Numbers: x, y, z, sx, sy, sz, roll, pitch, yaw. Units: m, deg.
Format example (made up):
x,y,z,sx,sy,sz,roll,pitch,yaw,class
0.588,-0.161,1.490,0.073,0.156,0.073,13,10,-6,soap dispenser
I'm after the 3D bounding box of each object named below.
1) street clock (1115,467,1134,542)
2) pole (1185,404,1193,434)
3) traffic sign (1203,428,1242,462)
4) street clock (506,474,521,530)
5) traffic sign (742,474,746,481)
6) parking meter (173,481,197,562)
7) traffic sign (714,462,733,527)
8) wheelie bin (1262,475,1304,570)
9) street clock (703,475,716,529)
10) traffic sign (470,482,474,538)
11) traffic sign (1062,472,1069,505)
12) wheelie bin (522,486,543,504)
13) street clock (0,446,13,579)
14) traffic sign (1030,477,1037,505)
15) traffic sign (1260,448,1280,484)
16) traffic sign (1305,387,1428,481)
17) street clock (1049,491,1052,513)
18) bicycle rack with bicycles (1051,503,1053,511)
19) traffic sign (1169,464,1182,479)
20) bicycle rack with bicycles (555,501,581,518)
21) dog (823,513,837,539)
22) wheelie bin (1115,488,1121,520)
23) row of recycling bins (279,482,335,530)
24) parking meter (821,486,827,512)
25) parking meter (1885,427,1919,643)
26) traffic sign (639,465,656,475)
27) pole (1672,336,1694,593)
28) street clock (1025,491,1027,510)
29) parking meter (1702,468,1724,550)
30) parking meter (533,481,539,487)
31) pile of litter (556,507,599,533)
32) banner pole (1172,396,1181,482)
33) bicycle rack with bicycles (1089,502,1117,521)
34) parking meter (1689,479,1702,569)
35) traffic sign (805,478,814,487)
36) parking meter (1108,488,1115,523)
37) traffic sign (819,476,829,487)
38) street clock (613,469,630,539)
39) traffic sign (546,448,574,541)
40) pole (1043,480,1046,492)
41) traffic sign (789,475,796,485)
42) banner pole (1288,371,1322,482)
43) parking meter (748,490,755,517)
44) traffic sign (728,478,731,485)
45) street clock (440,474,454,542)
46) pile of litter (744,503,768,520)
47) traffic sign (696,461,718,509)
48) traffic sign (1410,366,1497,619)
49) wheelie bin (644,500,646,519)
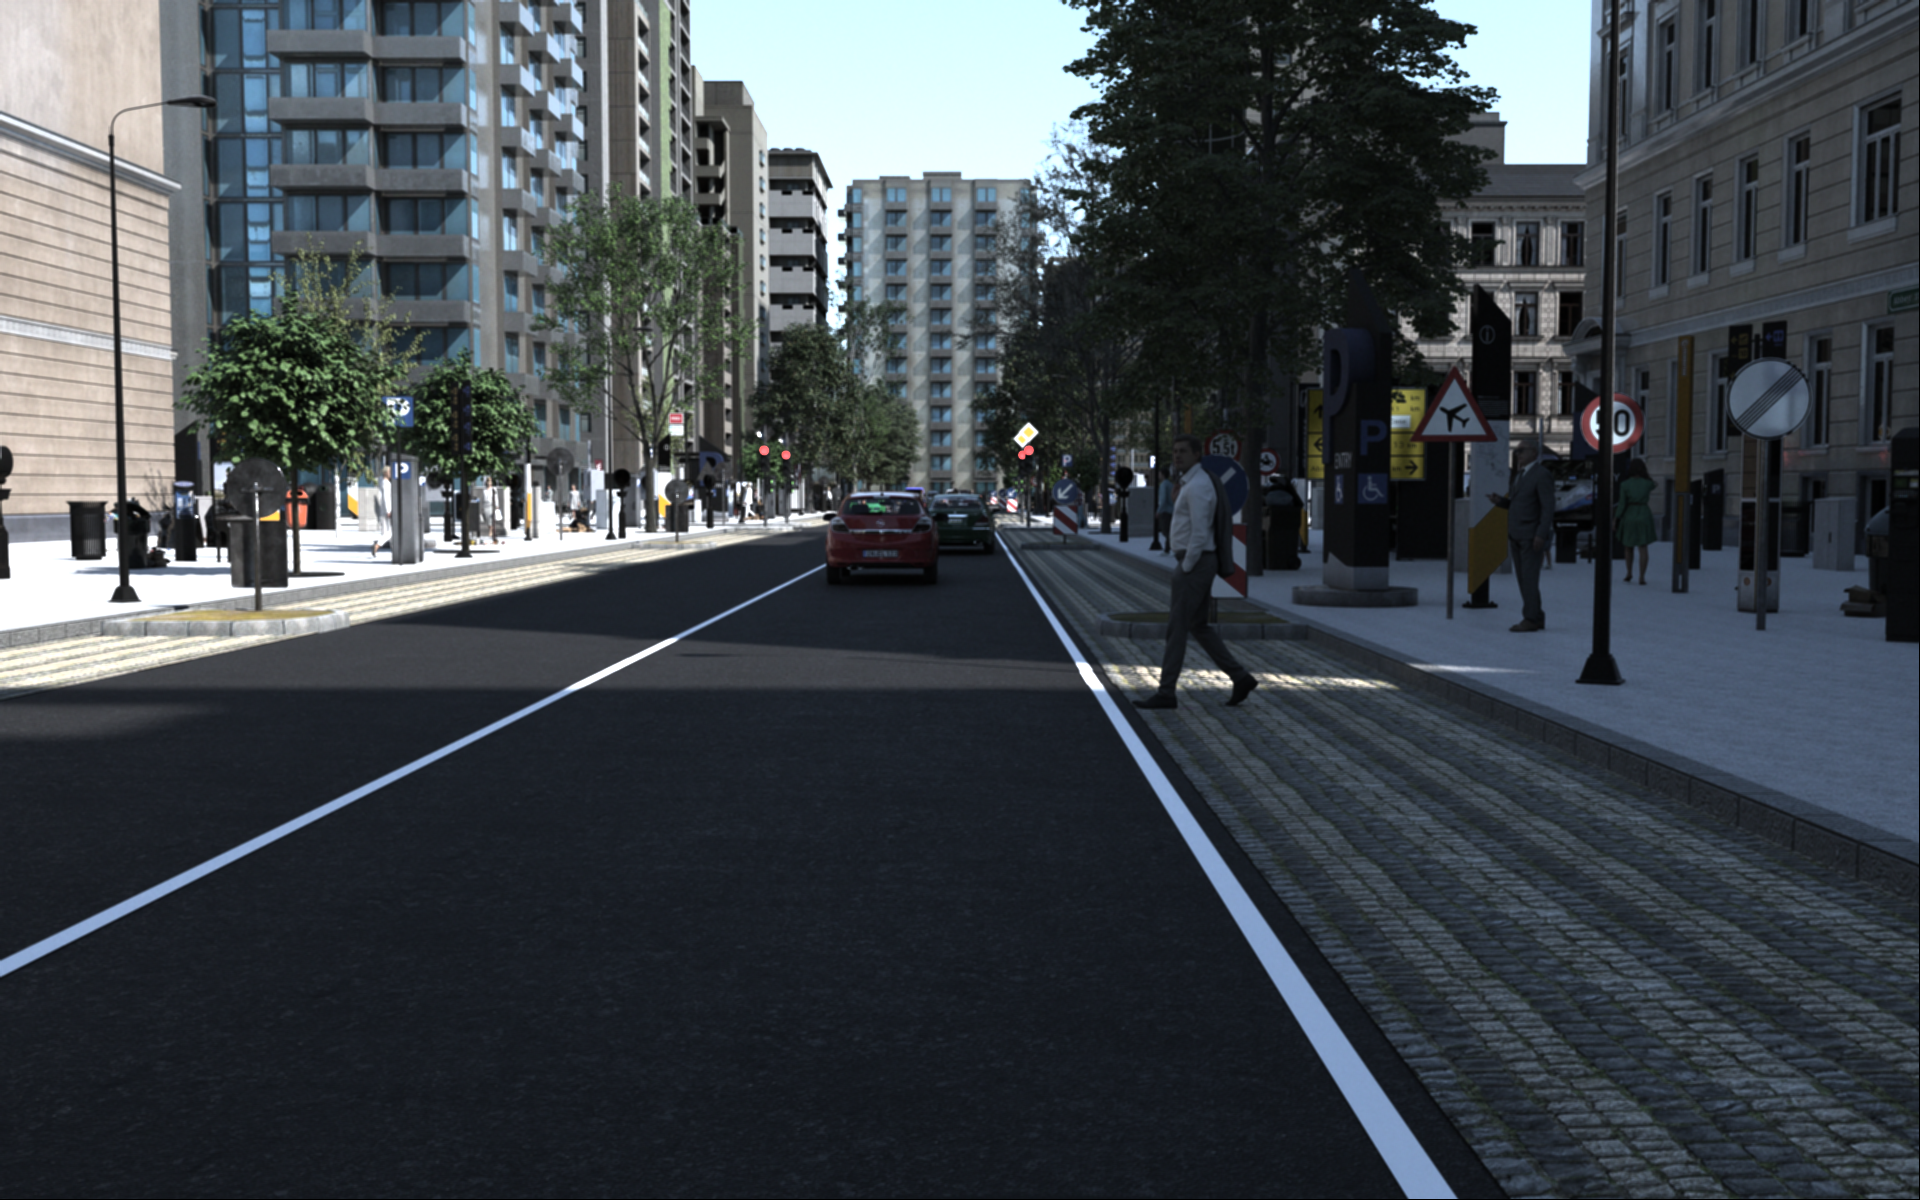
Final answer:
x,y,z,sx,sy,sz,roll,pitch,yaw,class
4.401,-2.563,46.468,0.471,2.002,0.358,-1,4,-10,street clock
5.174,-2.775,39.223,0.158,3.312,0.155,0,3,0,pole
5.064,-2.031,33.316,0.768,2.556,0.104,1,4,10,traffic sign
-16.057,-3.529,62.272,0.471,2.002,0.358,0,4,-1,street clock
-13.021,-6.457,105.673,0.768,2.556,0.104,0,4,2,traffic sign
-14.798,-1.508,33.067,0.372,1.533,0.369,0,3,0,parking meter
-9.317,-4.165,68.204,0.768,2.556,0.104,0,4,6,traffic sign
5.403,-1.314,29.389,0.693,1.594,0.980,-1,4,-15,wheelie bin
-9.299,-3.660,64.406,0.471,2.002,0.358,3,5,42,street clock
-14.242,-3.082,50.498,0.768,2.556,0.104,0,4,6,traffic sign
5.957,-5.938,97.091,0.884,2.594,0.081,0,4,8,traffic sign
-16.406,-3.580,66.441,0.693,1.594,0.980,0,3,0,wheelie bin
-14.483,-1.317,26.098,0.471,2.002,0.358,2,4,32,street clock
5.165,-7.186,117.591,0.768,2.556,0.104,1,4,9,traffic sign
8.436,-2.915,47.772,0.768,2.556,0.104,0,4,6,traffic sign
7.726,-2.394,33.013,2.265,3.308,0.079,0,4,6,traffic sign
6.095,-6.930,117.882,0.358,2.002,0.471,3,5,39,street clock
8.050,-7.287,132.527,2.925,0.926,2.852,1,4,8,bicycle rack with bicycles
8.147,-3.925,64.280,0.768,2.556,0.104,1,4,10,traffic sign
-22.015,-4.969,94.618,2.852,0.926,2.925,-3,5,-45,bicycle rack with bicycles
-4.134,-2.400,56.083,0.800,0.831,0.513,-3,5,-41,dog
8.163,-4.787,86.175,0.980,1.594,0.693,-2,4,-25,wheelie bin
-23.782,-3.377,62.324,3.534,1.692,1.069,1,4,23,row of recycling bins
-9.510,-7.045,120.899,0.399,1.863,0.255,-3,5,-41,parking meter
8.254,-0.571,15.053,0.255,1.863,0.399,3,5,43,parking meter
-13.539,-4.593,75.199,0.768,2.556,0.104,0,4,1,traffic sign
9.370,-1.749,22.437,0.158,3.312,0.155,0,3,0,pole
5.445,-8.405,141.992,0.471,2.002,0.358,2,4,33,street clock
17.145,-2.064,39.463,0.399,1.863,0.255,0,3,0,parking meter
-19.575,-4.543,79.982,0.255,1.863,0.399,-1,4,-9,parking meter
-12.852,-2.698,58.082,1.176,0.858,1.719,-3,4,-38,pile of litter
5.514,-3.315,44.225,0.401,3.779,0.863,1,4,21,banner pole
6.184,-4.194,81.958,2.852,0.926,2.925,0,4,0,bicycle rack with bicycles
12.491,-1.299,29.656,0.372,1.533,0.369,0,3,0,parking meter
-11.474,-8.055,131.806,0.768,2.556,0.104,1,4,8,traffic sign
6.596,-4.114,75.678,0.372,1.533,0.369,0,3,0,parking meter
-9.545,-7.430,121.580,0.768,2.556,0.104,0,4,7,traffic sign
-9.708,-2.761,49.712,0.471,2.002,0.358,-1,4,-23,street clock
-10.951,-2.897,47.473,0.768,2.556,0.104,0,4,1,traffic sign
5.946,-7.806,121.479,0.158,3.312,0.155,0,3,0,pole
-9.842,-6.064,99.153,0.884,2.594,0.081,0,4,3,traffic sign
6.758,-2.713,34.373,0.863,3.779,0.401,-1,4,-13,banner pole
-11.016,-5.073,91.359,0.372,1.533,0.369,0,3,0,parking meter
-11.252,-4.935,82.815,0.606,2.300,0.079,0,4,2,traffic sign
-13.743,-2.561,46.441,0.358,2.002,0.471,0,4,-4,street clock
-10.086,-4.370,85.410,1.176,0.858,1.719,-1,4,-15,pile of litter
-9.813,-4.116,67.292,0.884,2.594,0.081,0,4,6,traffic sign
5.033,-1.084,17.725,0.884,2.594,0.081,0,4,1,traffic sign
-15.560,-4.868,87.498,0.980,1.594,0.693,1,4,15,wheelie bin
